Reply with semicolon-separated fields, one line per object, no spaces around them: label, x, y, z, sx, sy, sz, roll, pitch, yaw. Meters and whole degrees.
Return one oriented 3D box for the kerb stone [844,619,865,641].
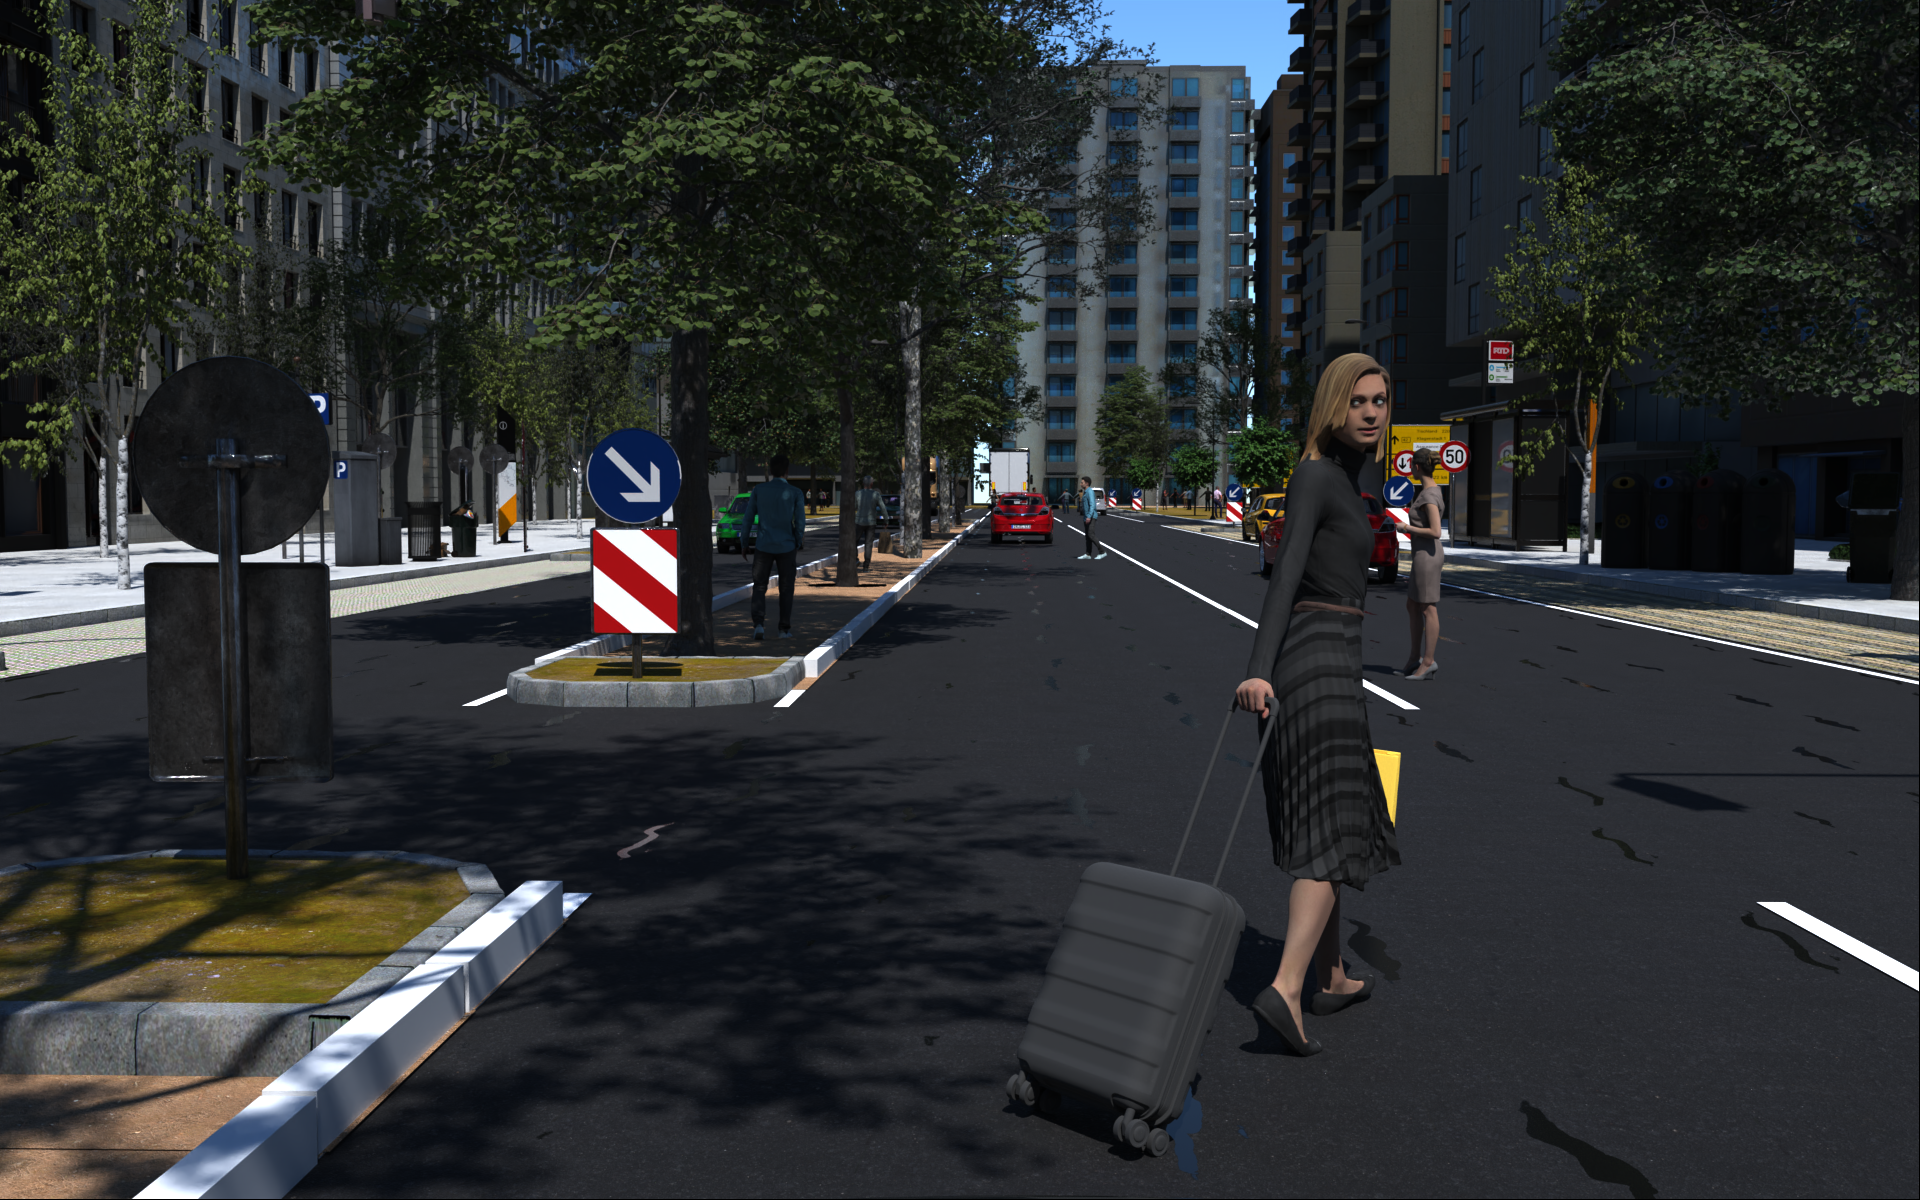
kerb stone;-1.058;0.321;17.009;0.120;0.150;1.000;0;4;2

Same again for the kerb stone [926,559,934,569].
kerb stone;-0.614;-0.624;32.395;0.120;0.150;1.000;0;4;2

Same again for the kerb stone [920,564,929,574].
kerb stone;-0.677;-0.498;30.346;0.120;0.150;1.000;0;4;2

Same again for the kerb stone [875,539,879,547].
kerb stone;-2.284;-1.567;47.821;0.120;0.150;1.000;0;4;2

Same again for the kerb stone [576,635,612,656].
kerb stone;-3.218;0.441;15.031;0.120;0.150;1.000;0;4;2

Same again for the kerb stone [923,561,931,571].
kerb stone;-0.649;-0.561;31.373;0.120;0.150;1.000;0;4;2

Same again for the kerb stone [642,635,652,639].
kerb stone;-3.167;0.316;17.085;0.120;0.150;1.000;0;4;2

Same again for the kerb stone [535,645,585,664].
kerb stone;-3.240;0.504;14.004;0.120;0.150;1.000;0;4;2

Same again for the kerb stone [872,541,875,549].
kerb stone;-2.357;-1.379;44.743;0.120;0.150;1.000;0;4;2

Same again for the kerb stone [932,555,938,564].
kerb stone;-0.565;-0.750;34.459;0.120;0.150;1.000;0;4;2

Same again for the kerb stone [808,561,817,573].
kerb stone;-2.748;-0.561;31.430;0.120;0.150;1.000;0;4;2

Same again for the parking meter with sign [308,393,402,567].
parking meter with sign;-10.714;-2.111;30.774;0.543;3.016;1.738;2;4;27

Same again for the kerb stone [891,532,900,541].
kerb stone;-2.080;-2.003;54.986;0.120;0.150;1.000;0;4;2

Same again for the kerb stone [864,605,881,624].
kerb stone;-0.999;0.192;19.062;0.120;0.150;1.000;0;4;2

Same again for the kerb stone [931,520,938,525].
kerb stone;-1.216;-3.824;84.711;0.120;0.150;1.000;0;4;2

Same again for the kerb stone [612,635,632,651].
kerb stone;-3.190;0.376;16.053;0.120;0.150;1.000;0;4;2

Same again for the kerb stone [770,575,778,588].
kerb stone;-2.900;-0.248;26.308;0.120;0.150;1.000;0;4;2

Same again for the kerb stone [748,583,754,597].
kerb stone;-2.949;-0.126;24.260;0.120;0.150;1.000;0;4;2

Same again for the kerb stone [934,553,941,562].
kerb stone;-0.526;-0.812;35.480;0.120;0.150;1.000;0;4;2

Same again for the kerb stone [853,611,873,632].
kerb stone;-1.034;0.255;18.031;0.120;0.150;1.000;0;4;2

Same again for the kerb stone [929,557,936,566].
kerb stone;-0.592;-0.685;33.428;0.120;0.150;1.000;0;4;2

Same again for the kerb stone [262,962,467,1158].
kerb stone;-1.427;1.099;4.225;0.120;0.150;1.000;0;4;2

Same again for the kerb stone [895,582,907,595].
kerb stone;-0.860;-0.120;24.183;0.120;0.150;1.000;0;4;2

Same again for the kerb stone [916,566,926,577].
kerb stone;-0.703;-0.435;29.319;0.120;0.150;1.000;0;4;2

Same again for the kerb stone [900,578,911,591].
kerb stone;-0.832;-0.182;25.205;0.120;0.150;1.000;0;4;2

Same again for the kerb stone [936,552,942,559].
kerb stone;-0.504;-0.875;36.502;0.120;0.150;1.000;0;4;2

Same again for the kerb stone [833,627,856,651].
kerb stone;-1.089;0.384;15.987;0.120;0.150;1.000;0;4;2

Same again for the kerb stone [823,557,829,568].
kerb stone;-2.692;-0.689;33.475;0.120;0.150;1.000;0;4;2

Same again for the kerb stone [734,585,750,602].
kerb stone;-2.985;-0.063;23.227;0.120;0.150;1.000;0;4;2

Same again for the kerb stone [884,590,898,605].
kerb stone;-0.922;0.004;22.134;0.120;0.150;1.000;0;4;2

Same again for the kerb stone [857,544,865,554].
kerb stone;-2.427;-1.254;42.698;0.120;0.150;1.000;0;4;2

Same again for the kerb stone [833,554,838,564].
kerb stone;-2.631;-0.815;35.518;0.120;0.150;1.000;0;4;2

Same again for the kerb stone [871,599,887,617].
kerb stone;-0.971;0.129;20.085;0.120;0.150;1.000;0;4;2

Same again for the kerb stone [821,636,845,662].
kerb stone;-1.126;0.448;14.965;0.120;0.150;1.000;0;4;2

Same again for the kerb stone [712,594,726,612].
kerb stone;-3.039;0.067;21.175;0.120;0.150;1.000;0;4;2

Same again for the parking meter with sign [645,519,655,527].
parking meter with sign;-12.117;-4.364;67.620;0.543;3.016;1.738;-1;4;-15

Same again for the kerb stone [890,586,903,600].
kerb stone;-0.884;-0.054;23.156;0.120;0.150;1.000;0;4;2

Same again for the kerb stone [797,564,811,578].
kerb stone;-2.778;-0.501;30.408;0.120;0.150;1.000;0;4;2

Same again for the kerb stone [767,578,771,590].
kerb stone;-2.919;-0.189;25.286;0.120;0.150;1.000;0;4;2

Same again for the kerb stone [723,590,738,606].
kerb stone;-3.015;0.003;22.199;0.120;0.150;1.000;0;4;2

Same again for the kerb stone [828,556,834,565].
kerb stone;-2.663;-0.747;34.497;0.120;0.150;1.000;0;4;2

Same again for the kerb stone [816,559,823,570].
kerb stone;-2.726;-0.627;32.452;0.120;0.150;1.000;0;4;2

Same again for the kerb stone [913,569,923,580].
kerb stone;-0.738;-0.373;28.288;0.120;0.150;1.000;0;4;2

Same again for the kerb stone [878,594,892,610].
kerb stone;-0.949;0.066;21.112;0.120;0.150;1.000;0;4;2

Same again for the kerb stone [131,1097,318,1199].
kerb stone;-1.448;1.164;3.203;0.120;0.150;1.000;0;4;2

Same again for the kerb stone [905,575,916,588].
kerb stone;-0.793;-0.246;26.236;0.120;0.150;1.000;0;4;2

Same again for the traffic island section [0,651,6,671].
traffic island section;-8.736;0.560;13.120;2.009;0.180;2.903;0;4;2

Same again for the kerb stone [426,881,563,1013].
kerb stone;-1.392;1.037;5.248;0.120;0.150;1.000;0;4;2

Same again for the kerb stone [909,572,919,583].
kerb stone;-0.768;-0.303;27.263;0.120;0.150;1.000;0;4;2

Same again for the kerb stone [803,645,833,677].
kerb stone;-1.152;0.505;13.943;0.120;0.150;1.000;0;4;2
